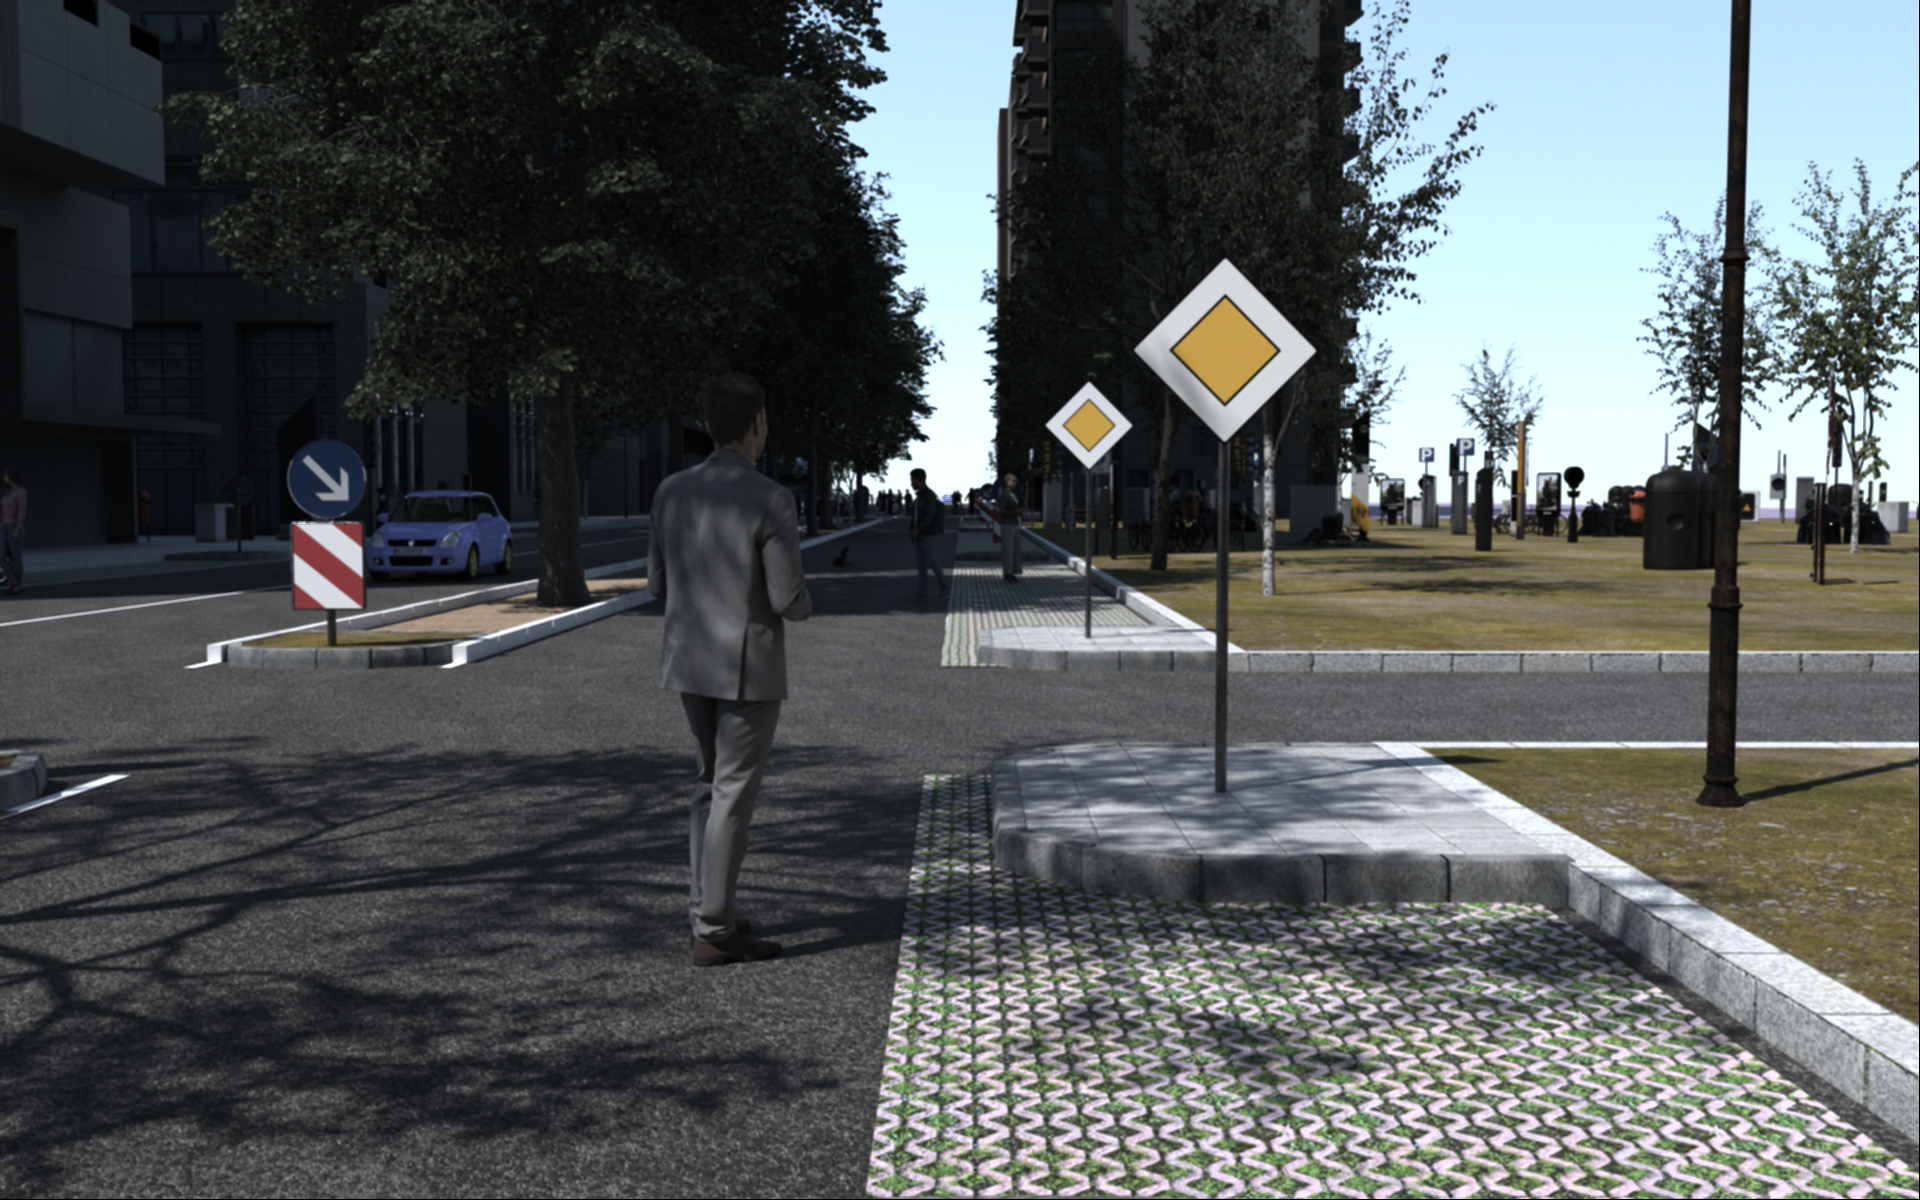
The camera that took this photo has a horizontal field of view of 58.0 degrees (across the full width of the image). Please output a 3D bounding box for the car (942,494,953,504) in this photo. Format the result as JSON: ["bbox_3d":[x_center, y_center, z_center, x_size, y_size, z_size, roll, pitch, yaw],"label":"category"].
[{"bbox_3d":[-1.556,-13.751,234.422,1.945,1.707,3.694,0,4,1],"label":"car"}]

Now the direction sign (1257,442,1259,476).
[{"bbox_3d":[12.483,-5.077,75.000,0.876,3.537,0.379,1,4,13],"label":"direction sign"}]

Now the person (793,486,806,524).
[{"bbox_3d":[-7.611,-4.498,82.227,0.709,1.800,0.728,-1,4,-17],"label":"person"}]

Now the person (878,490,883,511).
[{"bbox_3d":[-6.864,-8.561,149.145,0.551,1.740,0.621,2,4,30],"label":"person"}]

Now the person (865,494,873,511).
[{"bbox_3d":[-7.666,-8.211,142.734,1.348,1.826,0.705,-3,5,-39],"label":"person"}]

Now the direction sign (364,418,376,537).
[{"bbox_3d":[-17.446,-3.624,51.250,0.379,3.537,0.876,0,3,0],"label":"direction sign"}]

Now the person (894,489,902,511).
[{"bbox_3d":[-5.261,-8.504,147.415,0.599,1.838,0.709,-2,4,-25],"label":"person"}]

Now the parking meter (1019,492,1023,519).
[{"bbox_3d":[3.090,-4.979,89.813,0.372,1.533,0.369,0,3,0],"label":"parking meter"}]

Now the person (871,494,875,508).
[{"bbox_3d":[-9.217,-10.433,182.333,0.557,1.426,1.065,1,4,14],"label":"person"}]

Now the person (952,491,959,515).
[{"bbox_3d":[-0.297,-6.795,121.072,0.593,1.643,0.415,2,4,32],"label":"person"}]

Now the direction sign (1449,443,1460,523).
[{"bbox_3d":[22.137,-5.234,77.580,0.379,3.537,0.876,3,5,44],"label":"direction sign"}]

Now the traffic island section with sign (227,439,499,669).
[{"bbox_3d":[-5.287,-0.428,15.134,2.006,1.907,1.989,0,4,0],"label":"traffic island section with sign"}]

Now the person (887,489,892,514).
[{"bbox_3d":[-4.970,-6.978,122.607,0.705,1.823,1.348,-1,4,-10],"label":"person"}]

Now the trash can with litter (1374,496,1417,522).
[{"bbox_3d":[20.729,-4.409,83.143,1.678,1.210,2.233,3,4,39],"label":"trash can with litter"}]

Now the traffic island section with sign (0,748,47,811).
[{"bbox_3d":[-5.315,0.025,7.727,2.006,1.907,1.989,0,4,0],"label":"traffic island section with sign"}]

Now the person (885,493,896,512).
[{"bbox_3d":[-5.643,-8.026,139.868,0.705,1.807,1.348,3,4,38],"label":"person"}]

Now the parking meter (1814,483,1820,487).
[{"bbox_3d":[43.920,-5.081,88.793,0.399,1.863,0.255,-3,5,-40],"label":"parking meter"}]

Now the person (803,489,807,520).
[{"bbox_3d":[-8.329,-5.273,95.431,0.721,1.743,1.217,0,4,2],"label":"person"}]

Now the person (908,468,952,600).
[{"bbox_3d":[-0.476,-0.891,23.424,0.721,1.781,0.623,-2,4,-31],"label":"person"}]

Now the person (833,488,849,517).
[{"bbox_3d":[-7.295,-5.976,106.198,1.348,1.826,0.705,2,4,33],"label":"person"}]

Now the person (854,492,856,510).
[{"bbox_3d":[-9.469,-9.114,158.452,0.436,1.711,0.756,0,4,-1],"label":"person"}]

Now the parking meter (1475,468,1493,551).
[{"bbox_3d":[11.790,-2.034,38.960,0.255,1.863,0.399,0,4,-4],"label":"parking meter"}]

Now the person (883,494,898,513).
[{"bbox_3d":[-5.197,-7.357,129.499,1.217,1.735,0.721,1,4,18],"label":"person"}]

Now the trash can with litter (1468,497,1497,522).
[{"bbox_3d":[23.692,-4.166,79.165,2.233,1.210,1.678,-1,4,-9],"label":"trash can with litter"}]

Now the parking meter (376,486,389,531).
[{"bbox_3d":[-17.532,-2.701,52.571,0.372,1.533,0.369,0,3,0],"label":"parking meter"}]

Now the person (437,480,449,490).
[{"bbox_3d":[-11.621,-1.825,38.928,0.593,1.750,0.643,2,4,28],"label":"person"}]

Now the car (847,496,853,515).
[{"bbox_3d":[-8.111,-6.362,116.017,2.014,1.417,4.499,0,4,0],"label":"car"}]

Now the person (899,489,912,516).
[{"bbox_3d":[-3.543,-6.366,113.114,0.750,1.759,0.617,-2,4,-32],"label":"person"}]

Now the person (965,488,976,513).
[{"bbox_3d":[0.807,-6.704,117.747,1.348,1.869,0.705,-3,5,-41],"label":"person"}]

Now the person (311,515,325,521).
[{"bbox_3d":[-11.348,-1.265,30.990,0.330,1.601,0.589,1,4,21],"label":"person"}]

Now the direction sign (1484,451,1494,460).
[{"bbox_3d":[27.637,-6.029,90.578,0.876,3.537,0.379,-3,5,-43],"label":"direction sign"}]

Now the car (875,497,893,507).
[{"bbox_3d":[-8.522,-11.222,193.707,2.015,1.641,3.980,0,4,0],"label":"car"}]

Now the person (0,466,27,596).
[{"bbox_3d":[-13.460,-0.982,24.562,0.555,1.821,0.388,2,4,26],"label":"person"}]

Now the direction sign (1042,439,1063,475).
[{"bbox_3d":[3.810,-4.856,71.396,0.876,3.537,0.379,0,4,-4],"label":"direction sign"}]

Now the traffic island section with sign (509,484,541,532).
[{"bbox_3d":[-15.849,-3.469,65.338,1.989,1.847,2.006,0,4,0],"label":"traffic island section with sign"}]

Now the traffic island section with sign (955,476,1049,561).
[{"bbox_3d":[0.899,-1.771,37.584,1.989,1.847,2.006,0,4,0],"label":"traffic island section with sign"}]

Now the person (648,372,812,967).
[{"bbox_3d":[-0.657,0.202,5.403,0.606,1.804,0.583,2,4,30],"label":"person"}]

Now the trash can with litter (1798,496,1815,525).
[{"bbox_3d":[35.520,-3.700,71.556,2.233,1.210,1.678,-2,4,-27],"label":"trash can with litter"}]

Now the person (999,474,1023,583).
[{"bbox_3d":[0.839,-1.144,27.754,0.362,1.759,0.519,2,4,25],"label":"person"}]

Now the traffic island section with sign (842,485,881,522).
[{"bbox_3d":[-5.107,-5.024,90.272,2.006,1.907,1.989,0,4,0],"label":"traffic island section with sign"}]

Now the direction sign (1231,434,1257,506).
[{"bbox_3d":[10.670,-4.494,65.467,0.876,3.537,0.379,0,4,5],"label":"direction sign"}]

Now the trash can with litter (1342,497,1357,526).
[{"bbox_3d":[15.155,-3.610,70.084,2.233,1.210,1.678,0,4,7],"label":"trash can with litter"}]

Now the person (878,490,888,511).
[{"bbox_3d":[-6.474,-8.457,146.855,0.705,1.814,1.350,-3,5,-44],"label":"person"}]

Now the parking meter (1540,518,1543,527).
[{"bbox_3d":[22.452,-3.732,66.727,0.255,1.863,0.399,0,4,2],"label":"parking meter"}]

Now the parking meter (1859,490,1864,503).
[{"bbox_3d":[44.146,-4.685,85.005,0.372,1.533,0.369,0,3,0],"label":"parking meter"}]

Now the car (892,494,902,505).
[{"bbox_3d":[-8.338,-12.846,221.824,2.131,1.459,4.920,0,4,-1],"label":"car"}]

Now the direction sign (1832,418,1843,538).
[{"bbox_3d":[25.473,-3.568,50.334,0.379,3.537,0.876,1,4,12],"label":"direction sign"}]

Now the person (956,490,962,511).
[{"bbox_3d":[-0.043,-8.484,147.658,0.683,1.767,0.568,-1,4,-17],"label":"person"}]

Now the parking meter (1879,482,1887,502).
[{"bbox_3d":[45.682,-4.895,85.744,0.255,1.863,0.399,3,4,39],"label":"parking meter"}]

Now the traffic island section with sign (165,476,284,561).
[{"bbox_3d":[-15.922,-1.782,37.766,1.989,1.847,2.006,0,4,0],"label":"traffic island section with sign"}]

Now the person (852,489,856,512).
[{"bbox_3d":[-8.208,-7.746,135.143,1.348,1.824,0.705,-3,4,-36],"label":"person"}]

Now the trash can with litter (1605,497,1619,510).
[{"bbox_3d":[23.752,-3.205,63.791,1.055,1.170,0.624,2,4,35],"label":"trash can with litter"}]
